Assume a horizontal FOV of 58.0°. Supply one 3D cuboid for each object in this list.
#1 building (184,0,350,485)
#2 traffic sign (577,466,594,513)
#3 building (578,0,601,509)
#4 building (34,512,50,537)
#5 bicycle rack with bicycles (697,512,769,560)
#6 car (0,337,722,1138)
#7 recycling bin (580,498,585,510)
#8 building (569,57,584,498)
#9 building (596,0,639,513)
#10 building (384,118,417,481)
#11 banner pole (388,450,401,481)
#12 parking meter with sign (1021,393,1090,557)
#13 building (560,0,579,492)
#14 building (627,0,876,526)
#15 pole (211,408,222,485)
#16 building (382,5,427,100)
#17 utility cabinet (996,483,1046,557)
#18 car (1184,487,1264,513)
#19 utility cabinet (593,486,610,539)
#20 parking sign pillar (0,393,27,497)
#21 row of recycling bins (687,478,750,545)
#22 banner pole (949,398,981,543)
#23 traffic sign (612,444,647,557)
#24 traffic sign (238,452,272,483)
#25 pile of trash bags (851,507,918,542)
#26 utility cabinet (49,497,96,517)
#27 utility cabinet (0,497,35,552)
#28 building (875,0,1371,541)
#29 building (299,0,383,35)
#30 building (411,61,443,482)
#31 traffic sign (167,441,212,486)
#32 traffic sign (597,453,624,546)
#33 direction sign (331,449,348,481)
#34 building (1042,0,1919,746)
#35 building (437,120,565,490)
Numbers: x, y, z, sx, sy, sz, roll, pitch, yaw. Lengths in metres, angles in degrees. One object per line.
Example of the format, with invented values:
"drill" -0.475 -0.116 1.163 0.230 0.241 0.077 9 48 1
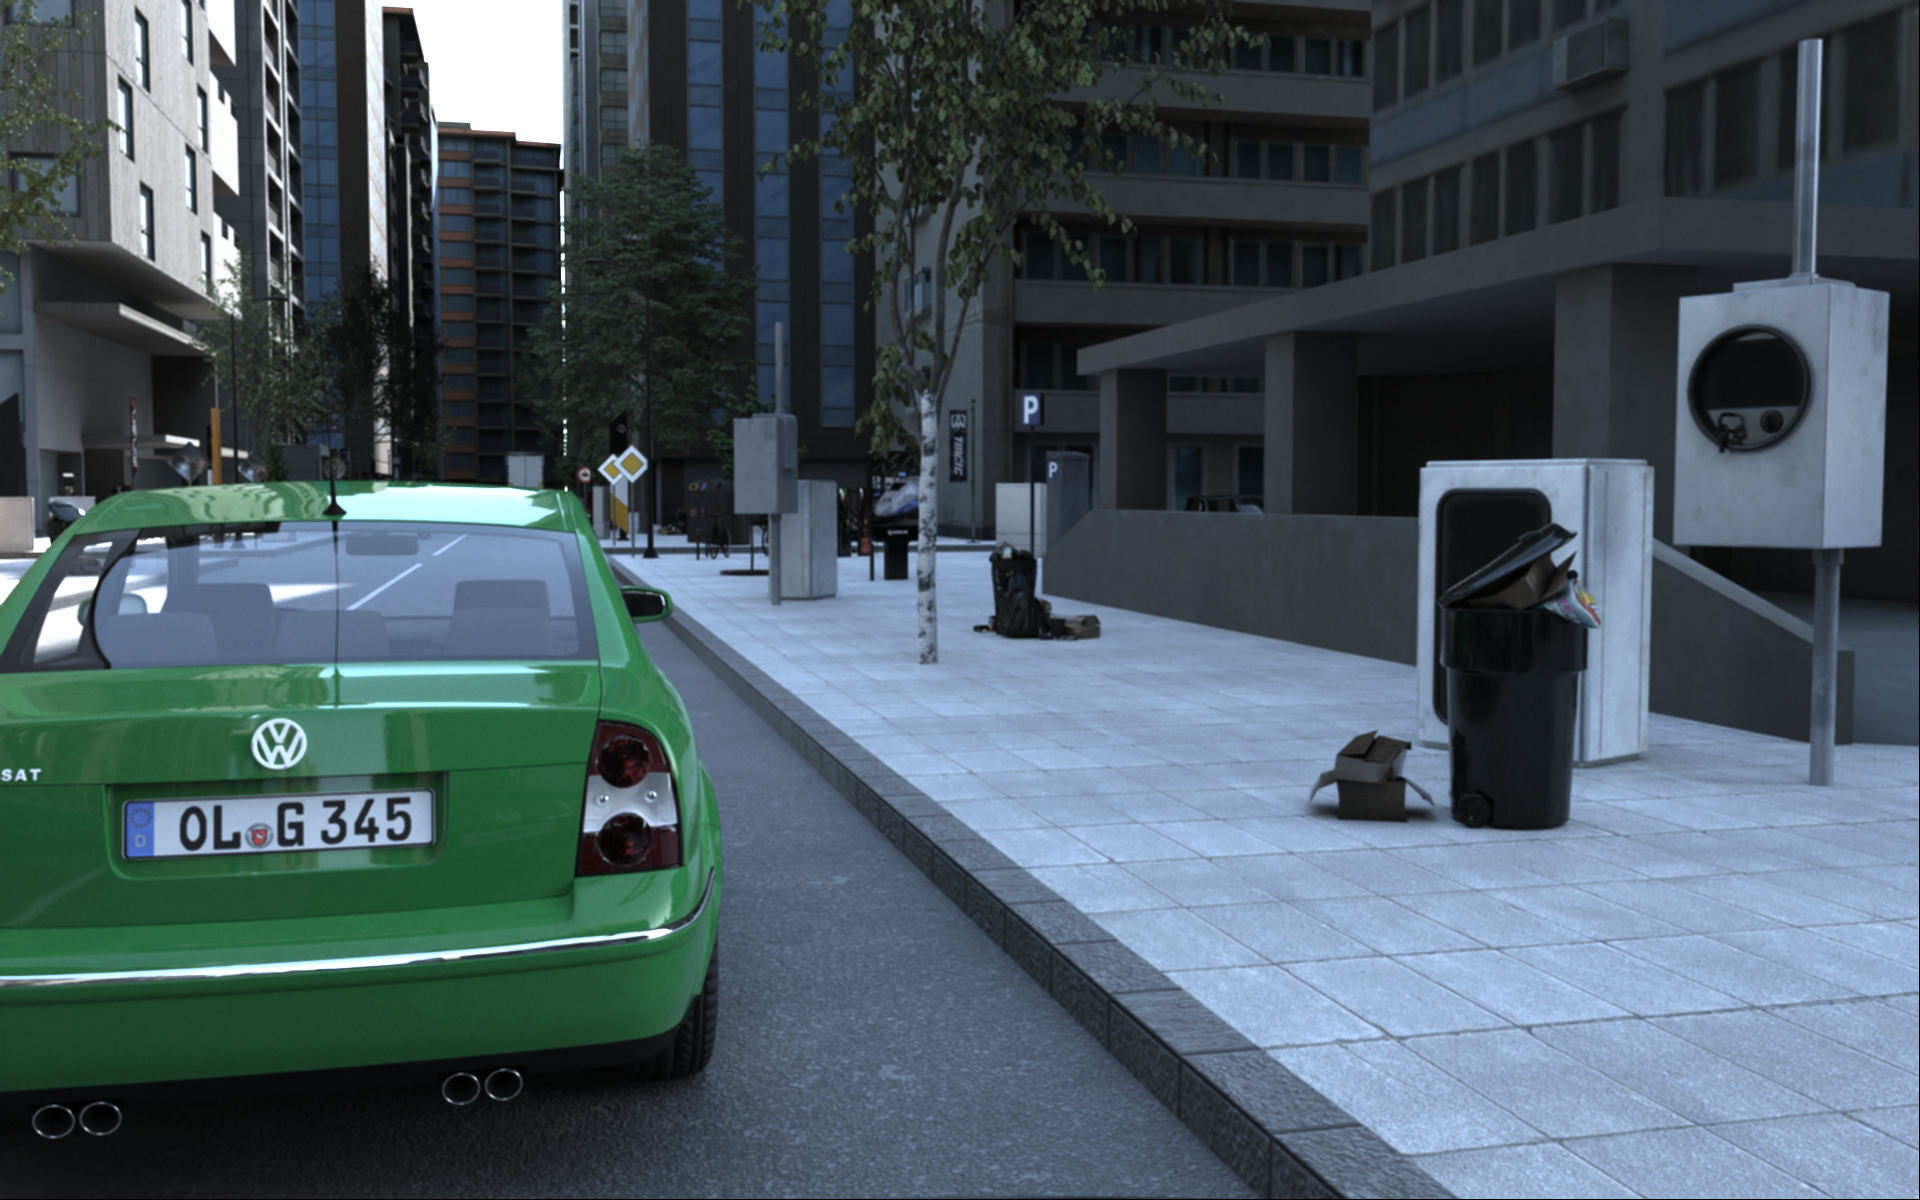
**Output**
"building" -44.039 -39.935 91.188 20.563 71.187 20.611 -1 4 -14
"traffic sign" -17.202 -4.860 79.562 0.768 2.556 0.104 0 4 -8
"building" -21.571 -37.020 147.274 21.231 58.520 28.212 -1 4 -14
"building" -40.930 -28.725 58.899 28.713 52.752 27.495 -1 4 -14
"bicycle rack with bicycles" -4.128 -1.305 34.724 2.852 0.926 2.925 0 4 -2
"car" -1.824 0.209 5.386 1.959 1.807 4.718 -1 4 -14
"recycling bin" -22.911 -5.581 103.804 0.722 1.027 0.722 0 4 6
"building" -30.157 -29.592 167.424 14.154 41.232 14.086 -1 4 -14
"building" -19.300 -27.096 126.614 14.154 41.232 14.086 -1 4 -14
"building" -49.388 -22.026 131.827 14.160 30.474 14.107 -1 4 -14
"banner pole" -32.136 -6.623 98.307 0.863 3.779 0.401 -1 4 -19
"parking meter with sign" 1.933 -2.108 30.720 1.738 3.016 0.543 -3 4 -36
"building" -37.670 -47.250 210.782 20.611 71.187 20.563 -1 4 -14
"building" -7.087 -26.013 75.424 14.600 45.320 14.200 -1 4 -14
"pole" -17.586 -2.885 41.013 0.158 3.312 0.155 0 3 0
"building" -58.480 -30.425 152.069 22.147 44.769 28.867 -1 4 -14
"utility cabinet" 1.285 -1.630 35.324 1.173 1.500 0.318 3 5 40
"car" 7.379 -2.058 43.440 4.222 1.686 2.009 -1 4 -12
"utility cabinet" -10.233 -2.496 49.494 0.318 1.500 1.173 0 4 -3
"parking sign pillar" -25.907 -3.559 46.670 1.447 3.967 1.447 0 4 2
"row of recycling bins" -6.237 -2.307 44.829 1.069 1.692 3.534 -2 4 -23
"banner pole" 0.118 -3.385 45.365 0.863 3.779 0.401 0 4 -3
"traffic sign" -6.625 -1.920 35.029 0.795 2.450 0.064 -1 4 -14
"traffic sign" -16.607 -2.273 40.805 0.795 2.450 0.064 -1 4 -14
"pile of trash bags" -2.785 -2.253 46.583 3.447 1.369 1.912 -3 5 -44
"utility cabinet" -21.812 -1.922 42.583 0.306 1.237 1.020 2 4 33
"utility cabinet" -21.331 -1.691 38.813 1.020 1.237 0.306 -2 4 -24
"building" 8.243 -26.612 58.802 21.600 48.544 21.300 -1 4 -14
"building" -46.750 -28.585 117.471 14.600 45.320 14.200 -1 4 -14
"building" -60.340 -32.113 175.163 14.200 45.320 14.600 -1 4 -14
"traffic sign" -14.680 -1.799 33.055 0.795 2.450 0.064 -1 4 -14
"traffic sign" -8.552 -2.394 42.779 0.795 2.450 0.064 -1 4 -14
"direction sign" -30.891 -5.761 86.191 0.876 3.537 0.379 0 4 5
"building" 18.359 -19.958 18.188 32.217 40.220 23.993 -1 4 -14
"building" -61.684 -33.702 205.657 28.867 44.769 22.147 -1 4 -14
